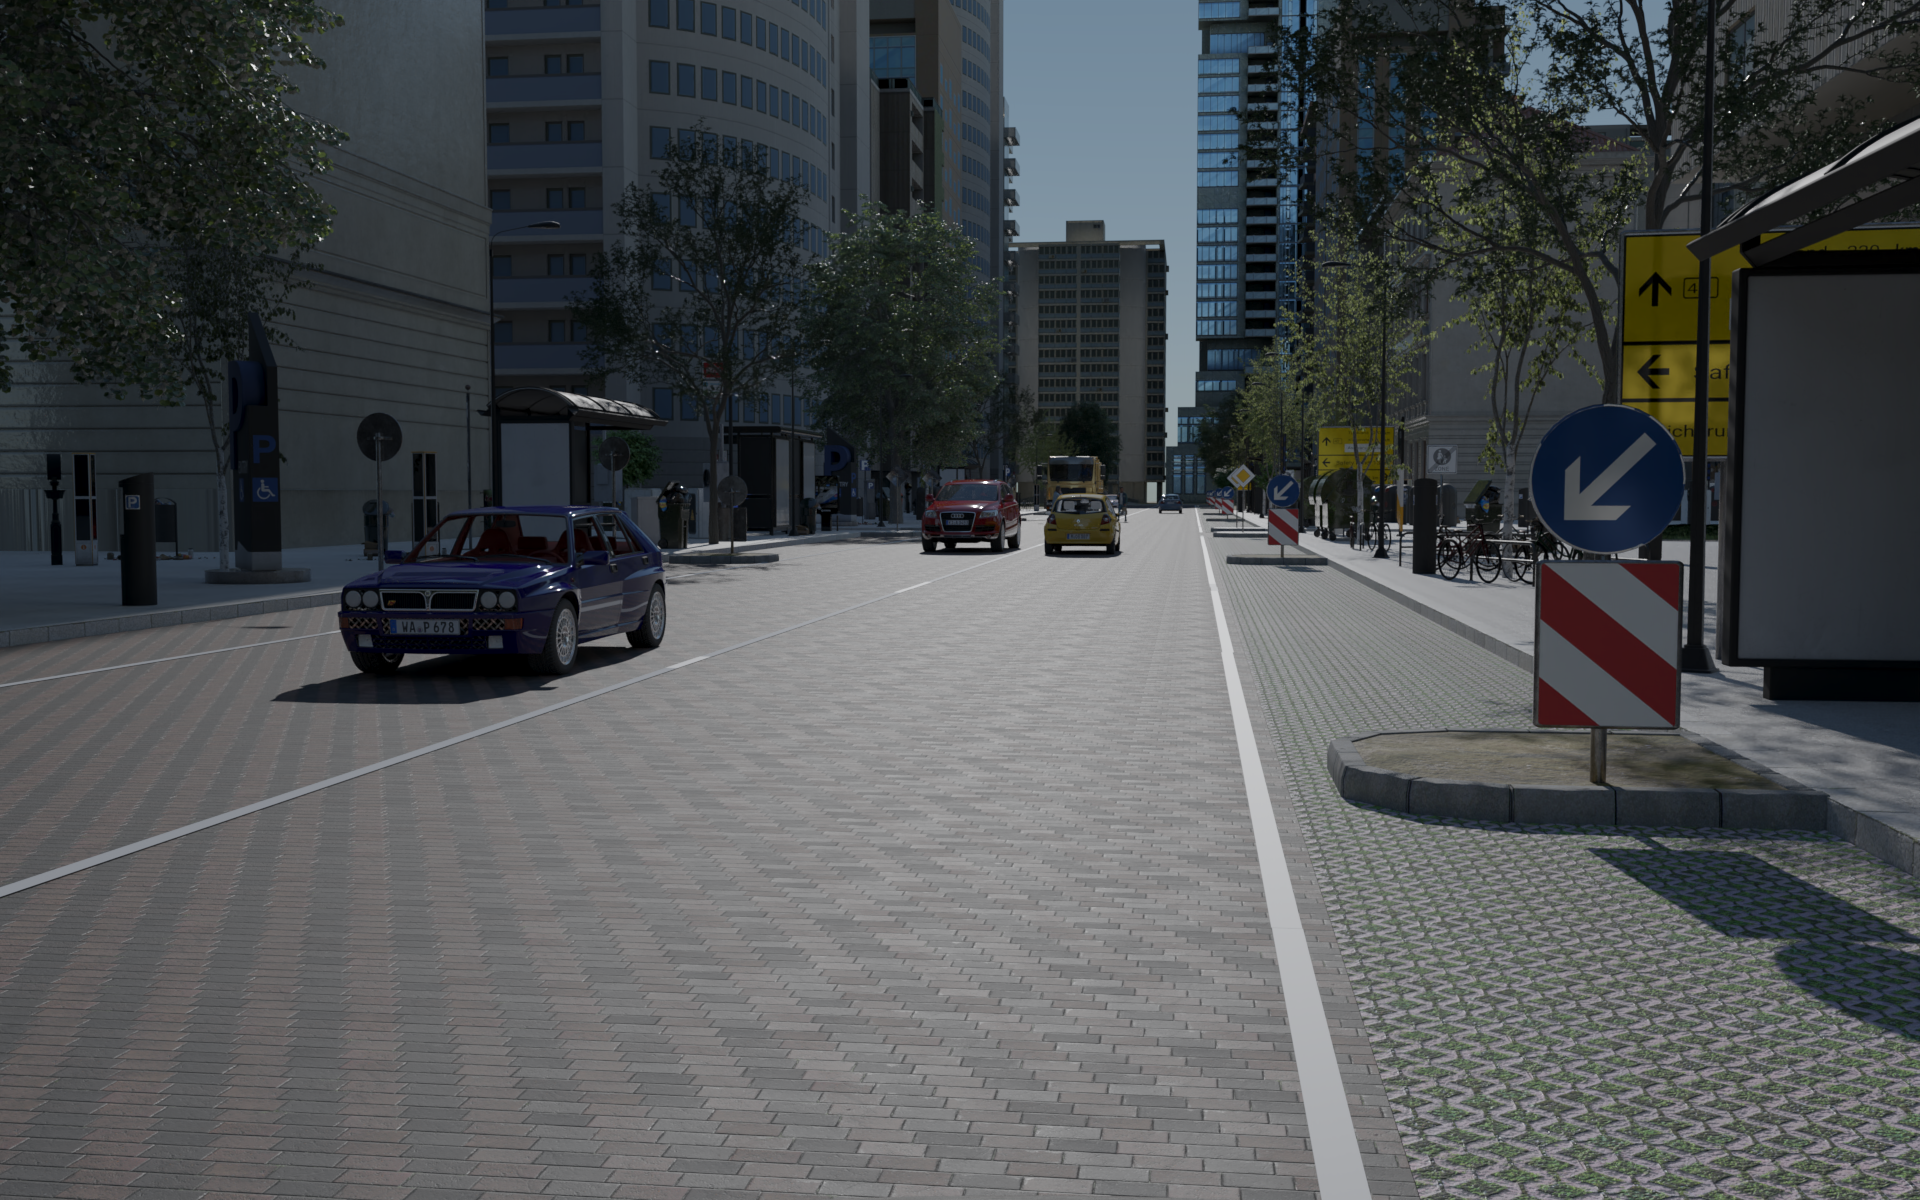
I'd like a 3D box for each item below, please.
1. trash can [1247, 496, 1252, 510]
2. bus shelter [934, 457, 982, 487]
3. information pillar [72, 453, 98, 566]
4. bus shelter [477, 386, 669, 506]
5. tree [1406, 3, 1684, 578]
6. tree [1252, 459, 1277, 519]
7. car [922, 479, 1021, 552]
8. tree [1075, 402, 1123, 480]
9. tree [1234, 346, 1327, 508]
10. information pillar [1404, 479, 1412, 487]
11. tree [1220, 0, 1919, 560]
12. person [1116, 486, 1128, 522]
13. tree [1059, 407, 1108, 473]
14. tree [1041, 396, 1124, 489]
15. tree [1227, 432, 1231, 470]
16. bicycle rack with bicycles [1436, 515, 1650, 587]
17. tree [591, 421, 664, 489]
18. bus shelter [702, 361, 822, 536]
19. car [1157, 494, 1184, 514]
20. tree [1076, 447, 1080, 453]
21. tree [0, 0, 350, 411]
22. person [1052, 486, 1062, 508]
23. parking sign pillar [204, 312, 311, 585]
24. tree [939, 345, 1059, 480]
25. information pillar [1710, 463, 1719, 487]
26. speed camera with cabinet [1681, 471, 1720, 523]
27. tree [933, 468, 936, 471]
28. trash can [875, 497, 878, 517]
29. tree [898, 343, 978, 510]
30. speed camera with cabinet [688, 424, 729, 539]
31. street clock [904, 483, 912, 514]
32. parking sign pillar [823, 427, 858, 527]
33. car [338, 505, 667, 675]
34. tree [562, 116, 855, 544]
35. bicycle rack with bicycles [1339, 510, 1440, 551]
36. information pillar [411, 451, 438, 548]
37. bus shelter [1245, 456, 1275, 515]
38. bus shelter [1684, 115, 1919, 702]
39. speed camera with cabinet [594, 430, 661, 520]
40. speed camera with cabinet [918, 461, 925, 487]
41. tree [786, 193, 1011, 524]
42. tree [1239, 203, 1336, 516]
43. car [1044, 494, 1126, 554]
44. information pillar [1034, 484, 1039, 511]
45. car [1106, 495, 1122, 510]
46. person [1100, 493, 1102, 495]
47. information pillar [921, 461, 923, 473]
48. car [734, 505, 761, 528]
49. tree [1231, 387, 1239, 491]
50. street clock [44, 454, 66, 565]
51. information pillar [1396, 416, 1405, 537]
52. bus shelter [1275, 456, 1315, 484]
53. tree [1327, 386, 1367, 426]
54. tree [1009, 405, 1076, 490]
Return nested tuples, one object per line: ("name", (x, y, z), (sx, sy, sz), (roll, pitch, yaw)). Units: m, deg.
("trash can", (22.840, -7.595, 135.826), (0.748, 1.137, 0.748), (0, 3, 0))
("bus shelter", (-0.138, -6.209, 95.442), (2.014, 3.302, 5.546), (0, 4, 8))
("information pillar", (-15.588, -1.613, 30.865), (0.304, 2.012, 0.304), (-1, 4, -9))
("bus shelter", (-7.742, -2.533, 35.333), (2.014, 3.302, 5.546), (0, 4, 8))
("tree", (8.611, -4.646, 26.324), (4.360, 8.622, 3.978), (0, 3, 0))
("tree", (16.299, -5.875, 90.659), (1.663, 3.219, 1.824), (0, 3, 0))
("car", (0.348, -2.200, 44.648), (2.281, 1.827, 5.304), (1, 4, 9))
("tree", (16.506, -18.066, 213.507), (7.486, 12.596, 7.792), (0, 3, 0))
("tree", (15.458, -8.275, 85.654), (4.737, 8.622, 4.395), (0, 3, 0))
("information pillar", (22.376, -5.026, 86.659), (0.304, 2.012, 0.304), (-3, 4, -38))
("tree", (7.077, -5.161, 18.793), (8.767, 10.594, 7.601), (0, 4, -6))
("person", (8.377, -4.937, 89.199), (0.794, 1.824, 0.713), (3, 5, 45))
("tree", (12.447, -15.370, 185.711), (7.601, 10.594, 8.767), (2, 4, 30))
("tree", (14.464, -17.428, 201.955), (9.611, 12.733, 9.660), (0, 3, 0))
("tree", (18.076, -9.242, 101.462), (4.360, 8.622, 3.978), (0, 3, 0))
("bicycle rack with bicycles", (8.541, -0.701, 24.839), (2.852, 0.926, 2.925), (-1, 4, -11))
("tree", (-14.518, -5.584, 75.012), (4.285, 4.588, 4.351), (0, 3, 0))
("bus shelter", (-6.338, -4.714, 54.714), (2.179, 5.291, 8.768), (0, 4, 8))
("car", (15.605, -7.121, 128.424), (2.014, 1.417, 4.499), (0, 4, 7))
("tree", (8.942, -12.921, 161.620), (4.737, 8.622, 4.395), (0, 3, 0))
("tree", (-10.492, -6.778, 17.470), (9.857, 13.997, 8.962), (0, 3, 0))
("person", (4.194, -4.077, 75.422), (0.793, 1.790, 0.793), (3, 5, 41))
("parking sign pillar", (-10.237, -2.244, 25.154), (1.447, 3.967, 1.447), (-2, 4, -32))
("tree", (1.432, -10.463, 105.490), (8.767, 10.594, 7.601), (0, 4, 2))
("information pillar", (55.724, -8.377, 128.310), (0.504, 3.616, 0.183), (0, 4, 7))
("speed camera with cabinet", (30.295, -4.629, 70.014), (2.038, 3.252, 0.660), (0, 4, -4))
("tree", (-1.595, -7.291, 113.816), (1.663, 3.219, 1.824), (0, 3, 0))
("trash can", (-4.527, -5.203, 96.725), (0.748, 1.137, 0.748), (0, 3, 0))
("tree", (-1.379, -8.100, 82.801), (4.737, 8.622, 4.395), (0, 3, 0))
("speed camera with cabinet", (-7.201, -3.368, 49.406), (0.660, 3.252, 2.038), (-2, 4, -28))
("street clock", (-3.414, -6.688, 113.917), (0.471, 2.002, 0.358), (-1, 4, -19))
("parking sign pillar", (-4.772, -4.915, 68.831), (1.447, 3.967, 1.447), (2, 4, 29))
("car", (-3.823, -0.149, 15.013), (1.945, 1.354, 3.894), (0, 4, 7))
("tree", (-6.479, -6.691, 43.806), (8.767, 10.594, 7.601), (2, 4, 23))
("bicycle rack with bicycles", (9.938, -1.599, 39.520), (2.852, 0.926, 2.925), (1, 4, 16))
("information pillar", (-9.254, -1.558, 29.963), (0.304, 2.012, 0.304), (2, 4, 28))
("bus shelter", (19.191, -7.302, 110.673), (1.731, 3.624, 6.357), (0, 4, 7))
("bus shelter", (5.244, -0.872, 8.186), (2.014, 3.302, 5.546), (0, 4, 7))
("speed camera with cabinet", (-10.043, -3.550, 52.372), (2.038, 3.252, 0.660), (1, 4, 21))
("speed camera with cabinet", (-1.189, -5.940, 91.457), (2.038, 3.252, 0.660), (1, 4, 12))
("tree", (-2.675, -10.278, 74.703), (9.857, 13.997, 8.962), (0, 3, 0))
("tree", (9.959, -5.686, 43.322), (4.360, 8.622, 3.978), (0, 3, 0))
("car", (3.047, -1.981, 42.614), (2.015, 1.641, 3.980), (0, 4, 8))
("information pillar", (5.804, -7.754, 131.267), (0.304, 2.012, 0.304), (3, 5, 40))
("car", (13.942, -8.956, 158.800), (2.083, 1.381, 4.827), (0, 4, 7))
("person", (17.847, -13.015, 221.819), (0.617, 1.759, 0.750), (3, 4, 37))
("information pillar", (-2.019, -6.585, 99.021), (0.504, 3.616, 0.183), (3, 5, 42))
("car", (-9.248, -3.429, 65.655), (3.694, 1.707, 1.945), (0, 4, 7))
("tree", (15.169, -7.989, 80.990), (4.360, 8.622, 3.978), (0, 3, 0))
("street clock", (-16.313, -1.630, 31.227), (0.358, 2.002, 0.471), (-2, 4, -28))
("information pillar", (13.308, -3.728, 52.305), (0.183, 3.616, 0.504), (0, 4, 1))
("bus shelter", (18.403, -6.221, 95.630), (2.014, 3.302, 5.546), (0, 4, 8))
("tree", (24.370, -9.948, 113.013), (4.737, 8.622, 4.395), (0, 3, 0))
("tree", (5.995, -11.683, 141.386), (4.737, 8.622, 4.395), (0, 3, 0))
